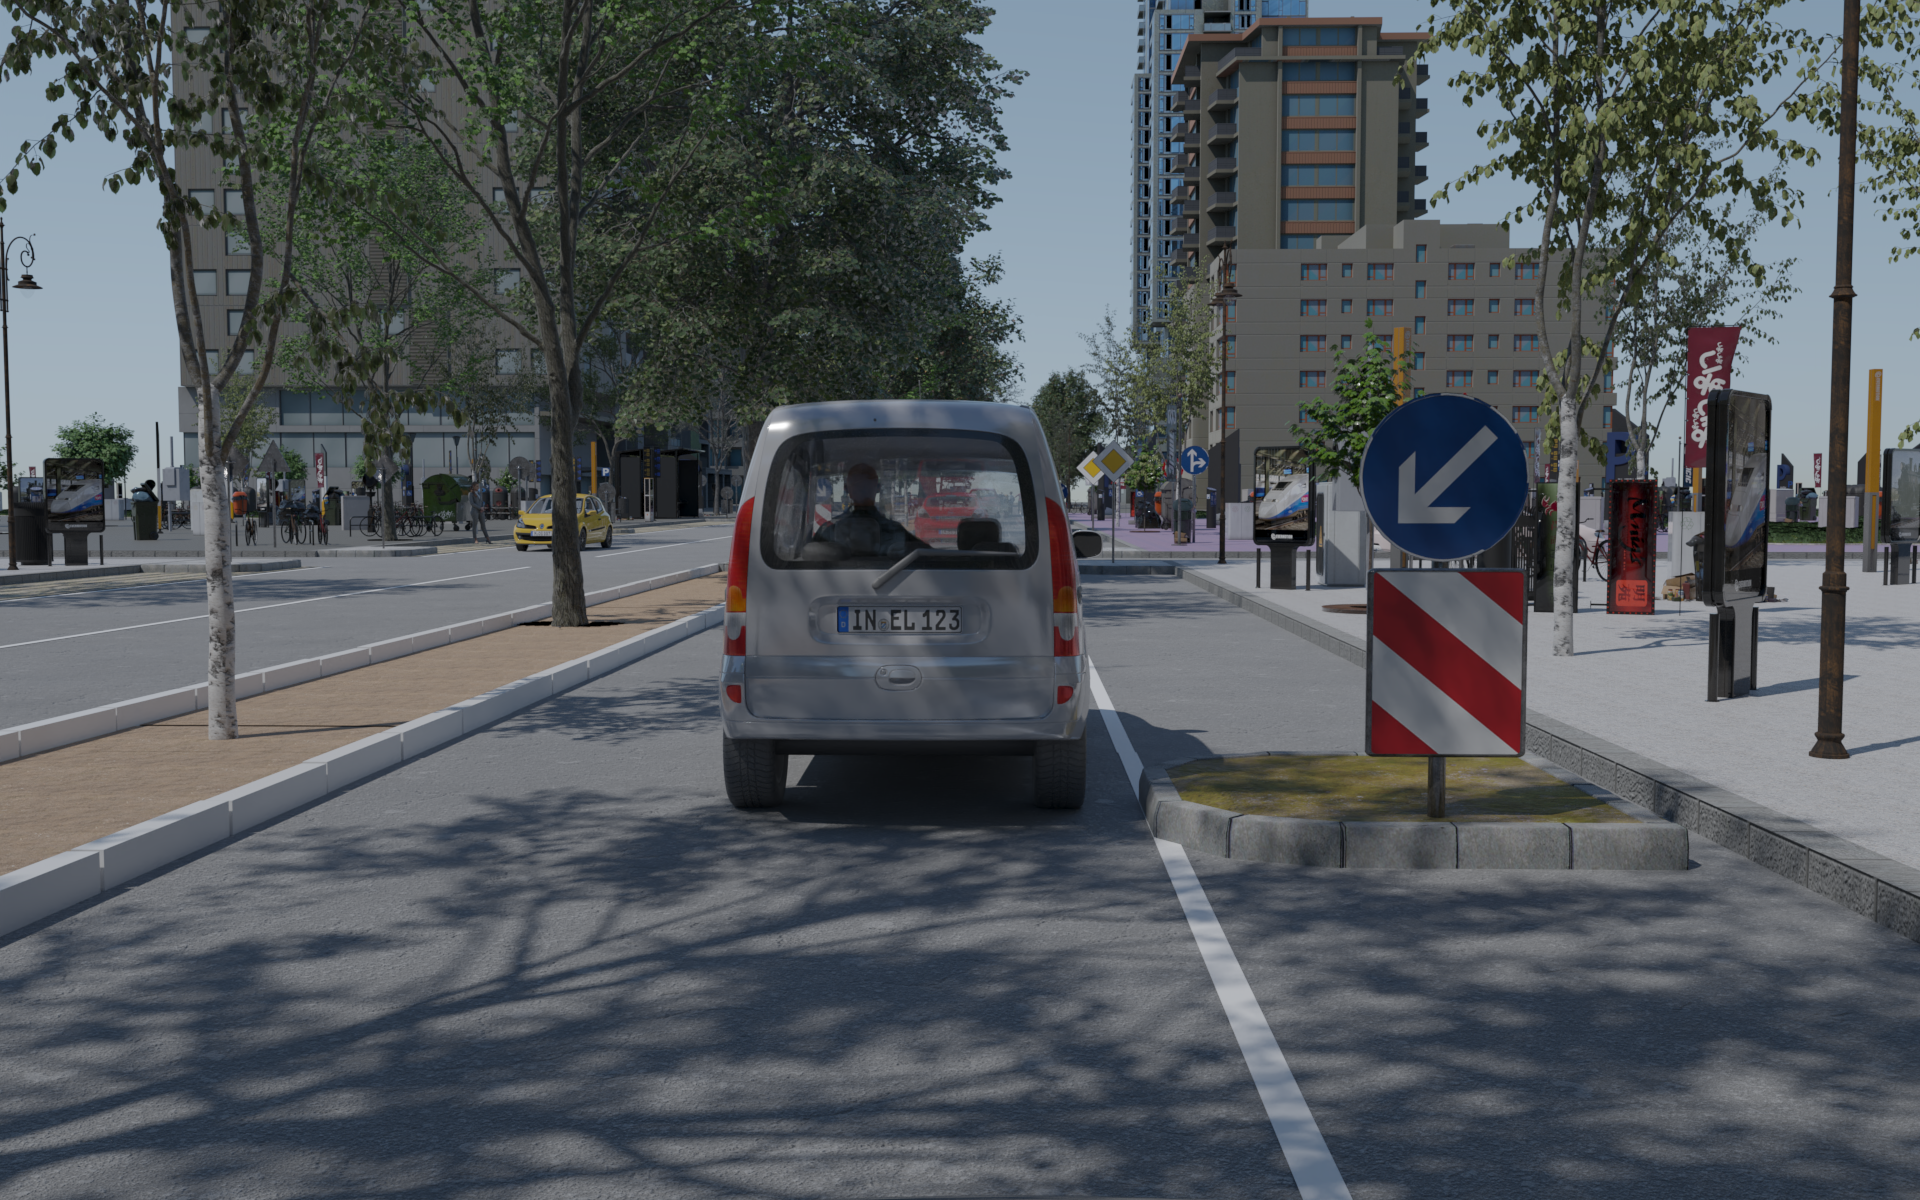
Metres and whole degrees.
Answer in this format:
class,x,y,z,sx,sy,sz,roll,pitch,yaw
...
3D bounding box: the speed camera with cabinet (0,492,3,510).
class,x,y,z,sx,sy,sz,roll,pitch,yaw
speed camera with cabinet,-64.702,-7.368,114.799,0.660,3.252,2.038,3,5,40

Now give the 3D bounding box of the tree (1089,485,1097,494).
class,x,y,z,sx,sy,sz,roll,pitch,yaw
tree,7.557,-6.063,93.726,1.663,3.219,1.824,0,3,0

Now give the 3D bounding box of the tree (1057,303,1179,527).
class,x,y,z,sx,sy,sz,roll,pitch,yaw
tree,6.427,-7.174,67.653,4.360,8.622,3.978,0,3,0

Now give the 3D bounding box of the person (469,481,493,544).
class,x,y,z,sx,sy,sz,roll,pitch,yaw
person,-13.618,-2.472,49.192,0.573,1.790,0.520,1,4,10

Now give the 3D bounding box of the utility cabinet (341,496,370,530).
class,x,y,z,sx,sy,sz,roll,pitch,yaw
utility cabinet,-21.490,-3.092,61.716,1.020,1.237,0.306,-2,4,-34

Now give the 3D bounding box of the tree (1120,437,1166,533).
class,x,y,z,sx,sy,sz,roll,pitch,yaw
tree,6.158,-3.875,57.961,1.663,3.219,1.824,0,3,0

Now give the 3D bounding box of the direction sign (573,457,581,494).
class,x,y,z,sx,sy,sz,roll,pitch,yaw
direction sign,-23.258,-6.914,105.042,0.876,3.537,0.379,3,4,37

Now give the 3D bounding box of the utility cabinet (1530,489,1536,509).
class,x,y,z,sx,sy,sz,roll,pitch,yaw
utility cabinet,24.007,-3.882,72.145,1.173,1.500,0.318,-3,5,-41

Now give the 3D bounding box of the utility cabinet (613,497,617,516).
class,x,y,z,sx,sy,sz,roll,pitch,yaw
utility cabinet,-19.688,-5.522,98.961,0.318,1.500,1.173,2,4,31

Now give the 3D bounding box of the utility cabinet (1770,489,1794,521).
class,x,y,z,sx,sy,sz,roll,pitch,yaw
utility cabinet,34.817,-3.956,73.357,1.173,1.500,0.318,-2,4,-30

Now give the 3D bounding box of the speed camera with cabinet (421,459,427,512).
class,x,y,z,sx,sy,sz,roll,pitch,yaw
speed camera with cabinet,-29.984,-6.323,97.721,0.660,3.252,2.038,-1,4,-22

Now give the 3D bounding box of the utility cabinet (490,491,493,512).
class,x,y,z,sx,sy,sz,roll,pitch,yaw
utility cabinet,-30.550,-6.346,112.440,0.318,1.500,1.173,2,4,34

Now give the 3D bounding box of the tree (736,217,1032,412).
class,x,y,z,sx,sy,sz,roll,pitch,yaw
tree,-2.544,-8.533,58.982,9.611,12.733,9.660,0,3,0

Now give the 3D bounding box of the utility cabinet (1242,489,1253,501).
class,x,y,z,sx,sy,sz,roll,pitch,yaw
utility cabinet,12.625,-4.087,75.505,0.318,1.500,1.173,2,4,31

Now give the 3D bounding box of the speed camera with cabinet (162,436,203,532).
class,x,y,z,sx,sy,sz,roll,pitch,yaw
speed camera with cabinet,-26.268,-3.978,59.379,2.038,3.252,0.660,1,4,13

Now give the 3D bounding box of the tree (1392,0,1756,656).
class,x,y,z,sx,sy,sz,roll,pitch,yaw
tree,5.027,-3.862,13.506,4.737,8.622,4.395,0,3,0

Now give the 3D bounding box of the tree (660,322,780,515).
class,x,y,z,sx,sy,sz,roll,pitch,yaw
tree,-14.774,-11.948,105.722,12.009,13.543,11.850,0,3,0

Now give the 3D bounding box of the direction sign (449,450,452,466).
class,x,y,z,sx,sy,sz,roll,pitch,yaw
direction sign,-26.454,-5.992,89.966,0.379,3.537,0.876,-1,4,-23

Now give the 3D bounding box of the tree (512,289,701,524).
class,x,y,z,sx,sy,sz,roll,pitch,yaw
tree,-15.047,-8.528,73.846,8.767,10.594,7.601,0,4,-7

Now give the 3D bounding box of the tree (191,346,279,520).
class,x,y,z,sx,sy,sz,roll,pitch,yaw
tree,-35.644,-8.280,85.743,4.737,8.622,4.395,0,3,0

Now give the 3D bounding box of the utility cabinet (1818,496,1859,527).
class,x,y,z,sx,sy,sz,roll,pitch,yaw
utility cabinet,25.614,-2.406,50.502,0.306,1.237,1.020,-3,5,-41

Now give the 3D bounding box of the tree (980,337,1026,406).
class,x,y,z,sx,sy,sz,roll,pitch,yaw
tree,-1.730,-10.949,91.837,12.009,13.543,11.850,0,3,0

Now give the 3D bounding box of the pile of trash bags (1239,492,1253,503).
class,x,y,z,sx,sy,sz,roll,pitch,yaw
pile of trash bags,10.734,-3.149,61.243,1.912,1.369,3.447,0,4,-4

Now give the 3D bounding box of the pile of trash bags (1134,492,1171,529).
class,x,y,z,sx,sy,sz,roll,pitch,yaw
pile of trash bags,7.559,-3.414,65.574,1.912,1.369,3.447,0,4,5

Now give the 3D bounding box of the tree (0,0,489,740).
class,x,y,z,sx,sy,sz,roll,pitch,yaw
tree,-4.282,-3.472,9.591,4.360,8.622,3.978,0,3,0

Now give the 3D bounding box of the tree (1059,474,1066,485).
class,x,y,z,sx,sy,sz,roll,pitch,yaw
tree,12.330,-20.283,238.286,9.857,13.997,8.962,0,3,0

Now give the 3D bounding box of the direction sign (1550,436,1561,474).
class,x,y,z,sx,sy,sz,roll,pitch,yaw
direction sign,23.408,-4.623,67.576,0.379,3.537,0.876,-3,5,-40

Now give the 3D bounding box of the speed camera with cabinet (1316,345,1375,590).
class,x,y,z,sx,sy,sz,roll,pitch,yaw
speed camera with cabinet,5.329,-1.803,23.820,0.660,3.252,2.038,0,4,4

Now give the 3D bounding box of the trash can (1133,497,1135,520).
class,x,y,z,sx,sy,sz,roll,pitch,yaw
trash can,8.395,-4.204,80.385,0.748,1.137,0.748,0,3,0

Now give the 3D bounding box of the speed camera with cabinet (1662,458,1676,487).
class,x,y,z,sx,sy,sz,roll,pitch,yaw
speed camera with cabinet,38.991,-6.202,95.735,0.660,3.252,2.038,1,4,9

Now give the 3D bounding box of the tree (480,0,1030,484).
class,x,y,z,sx,sy,sz,roll,pitch,yaw
tree,-3.315,-7.295,28.389,9.857,13.997,8.962,0,3,0

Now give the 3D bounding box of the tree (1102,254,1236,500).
class,x,y,z,sx,sy,sz,roll,pitch,yaw
tree,6.690,-6.320,53.694,4.737,8.622,4.395,0,3,0

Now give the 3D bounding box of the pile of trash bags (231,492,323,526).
class,x,y,z,sx,sy,sz,roll,pitch,yaw
pile of trash bags,-27.896,-3.718,70.536,3.447,1.369,1.912,-3,5,-45

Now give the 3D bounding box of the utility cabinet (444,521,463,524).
class,x,y,z,sx,sy,sz,roll,pitch,yaw
utility cabinet,-22.039,-3.912,75.128,1.020,1.237,0.306,2,4,27

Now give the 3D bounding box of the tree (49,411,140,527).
class,x,y,z,sx,sy,sz,roll,pitch,yaw
tree,-34.219,-5.186,68.497,4.285,4.588,4.351,0,3,0

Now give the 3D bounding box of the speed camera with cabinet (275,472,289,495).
class,x,y,z,sx,sy,sz,roll,pitch,yaw
speed camera with cabinet,-42.193,-7.011,108.972,0.660,3.252,2.038,1,4,16

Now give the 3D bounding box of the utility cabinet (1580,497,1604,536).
class,x,y,z,sx,sy,sz,roll,pitch,yaw
utility cabinet,15.148,-1.902,42.258,1.020,1.237,0.306,2,4,35

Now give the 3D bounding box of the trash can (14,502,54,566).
class,x,y,z,sx,sy,sz,roll,pitch,yaw
trash can,-16.718,-1.199,31.265,0.748,1.137,0.748,0,3,0

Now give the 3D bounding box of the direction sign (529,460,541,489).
class,x,y,z,sx,sy,sz,roll,pitch,yaw
direction sign,-28.262,-7.536,115.203,0.876,3.537,0.379,1,4,13

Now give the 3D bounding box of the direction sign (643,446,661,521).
class,x,y,z,sx,sy,sz,roll,pitch,yaw
direction sign,-14.692,-5.546,82.666,0.876,3.537,0.379,-2,4,-35

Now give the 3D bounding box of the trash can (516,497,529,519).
class,x,y,z,sx,sy,sz,roll,pitch,yaw
trash can,-18.281,-3.741,72.822,0.748,1.137,0.748,0,3,0

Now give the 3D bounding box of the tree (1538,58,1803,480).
class,x,y,z,sx,sy,sz,roll,pitch,yaw
tree,12.106,-4.875,30.065,4.360,8.622,3.978,0,3,0

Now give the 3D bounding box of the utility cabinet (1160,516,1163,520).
class,x,y,z,sx,sy,sz,roll,pitch,yaw
utility cabinet,9.562,-4.357,82.393,0.306,1.237,1.020,0,4,-2

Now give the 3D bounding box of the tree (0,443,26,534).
class,x,y,z,sx,sy,sz,roll,pitch,yaw
tree,-30.973,-3.705,55.178,1.663,3.219,1.824,0,3,0

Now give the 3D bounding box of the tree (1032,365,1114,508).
class,x,y,z,sx,sy,sz,roll,pitch,yaw
tree,9.628,-14.489,153.899,9.611,12.733,9.660,0,3,0

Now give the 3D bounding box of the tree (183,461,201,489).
class,x,y,z,sx,sy,sz,roll,pitch,yaw
tree,-43.885,-6.373,98.792,1.663,3.219,1.824,0,3,0

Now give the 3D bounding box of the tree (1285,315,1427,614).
class,x,y,z,sx,sy,sz,roll,pitch,yaw
tree,4.352,-1.485,18.889,1.663,3.219,1.824,0,3,0

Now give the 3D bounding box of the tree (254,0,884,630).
class,x,y,z,sx,sy,sz,roll,pitch,yaw
tree,-4.330,-5.523,18.512,9.928,11.665,9.643,0,3,0

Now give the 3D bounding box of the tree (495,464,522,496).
class,x,y,z,sx,sy,sz,roll,pitch,yaw
tree,-28.594,-7.057,109.976,1.663,3.219,1.824,0,3,0

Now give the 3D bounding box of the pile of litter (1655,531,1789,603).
class,x,y,z,sx,sy,sz,roll,pitch,yaw
pile of litter,9.035,-0.426,20.930,1.719,0.858,1.176,3,4,38

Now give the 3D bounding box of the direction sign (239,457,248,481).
class,x,y,z,sx,sy,sz,roll,pitch,yaw
direction sign,-43.361,-6.903,104.863,0.876,3.537,0.379,2,4,31

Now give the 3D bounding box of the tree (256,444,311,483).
class,x,y,z,sx,sy,sz,roll,pitch,yaw
tree,-44.152,-7.912,113.082,4.285,4.588,4.351,0,3,0

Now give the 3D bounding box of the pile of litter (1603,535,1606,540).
class,x,y,z,sx,sy,sz,roll,pitch,yaw
pile of litter,17.315,-2.080,47.974,1.719,0.858,1.176,-1,4,-15

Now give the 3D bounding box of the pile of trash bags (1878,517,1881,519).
class,x,y,z,sx,sy,sz,roll,pitch,yaw
pile of trash bags,54.844,-5.527,100.125,3.447,1.369,1.912,-1,4,-9

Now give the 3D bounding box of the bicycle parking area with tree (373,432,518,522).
class,x,y,z,sx,sy,sz,roll,pitch,yaw
bicycle parking area with tree,-25.020,-5.876,83.070,9.016,4.147,8.231,1,4,20

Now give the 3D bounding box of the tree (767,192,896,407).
class,x,y,z,sx,sy,sz,roll,pitch,yaw
tree,-3.405,-5.446,41.855,4.737,8.622,4.395,0,3,0

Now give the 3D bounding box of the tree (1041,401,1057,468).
class,x,y,z,sx,sy,sz,roll,pitch,yaw
tree,7.828,-11.175,133.080,4.360,8.622,3.978,0,3,0

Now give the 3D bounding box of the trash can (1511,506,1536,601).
class,x,y,z,sx,sy,sz,roll,pitch,yaw
trash can,6.797,-0.572,21.004,0.748,1.137,0.748,0,3,0

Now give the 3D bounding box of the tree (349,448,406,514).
class,x,y,z,sx,sy,sz,roll,pitch,yaw
tree,-36.473,-7.614,108.209,4.285,4.588,4.351,0,3,0
